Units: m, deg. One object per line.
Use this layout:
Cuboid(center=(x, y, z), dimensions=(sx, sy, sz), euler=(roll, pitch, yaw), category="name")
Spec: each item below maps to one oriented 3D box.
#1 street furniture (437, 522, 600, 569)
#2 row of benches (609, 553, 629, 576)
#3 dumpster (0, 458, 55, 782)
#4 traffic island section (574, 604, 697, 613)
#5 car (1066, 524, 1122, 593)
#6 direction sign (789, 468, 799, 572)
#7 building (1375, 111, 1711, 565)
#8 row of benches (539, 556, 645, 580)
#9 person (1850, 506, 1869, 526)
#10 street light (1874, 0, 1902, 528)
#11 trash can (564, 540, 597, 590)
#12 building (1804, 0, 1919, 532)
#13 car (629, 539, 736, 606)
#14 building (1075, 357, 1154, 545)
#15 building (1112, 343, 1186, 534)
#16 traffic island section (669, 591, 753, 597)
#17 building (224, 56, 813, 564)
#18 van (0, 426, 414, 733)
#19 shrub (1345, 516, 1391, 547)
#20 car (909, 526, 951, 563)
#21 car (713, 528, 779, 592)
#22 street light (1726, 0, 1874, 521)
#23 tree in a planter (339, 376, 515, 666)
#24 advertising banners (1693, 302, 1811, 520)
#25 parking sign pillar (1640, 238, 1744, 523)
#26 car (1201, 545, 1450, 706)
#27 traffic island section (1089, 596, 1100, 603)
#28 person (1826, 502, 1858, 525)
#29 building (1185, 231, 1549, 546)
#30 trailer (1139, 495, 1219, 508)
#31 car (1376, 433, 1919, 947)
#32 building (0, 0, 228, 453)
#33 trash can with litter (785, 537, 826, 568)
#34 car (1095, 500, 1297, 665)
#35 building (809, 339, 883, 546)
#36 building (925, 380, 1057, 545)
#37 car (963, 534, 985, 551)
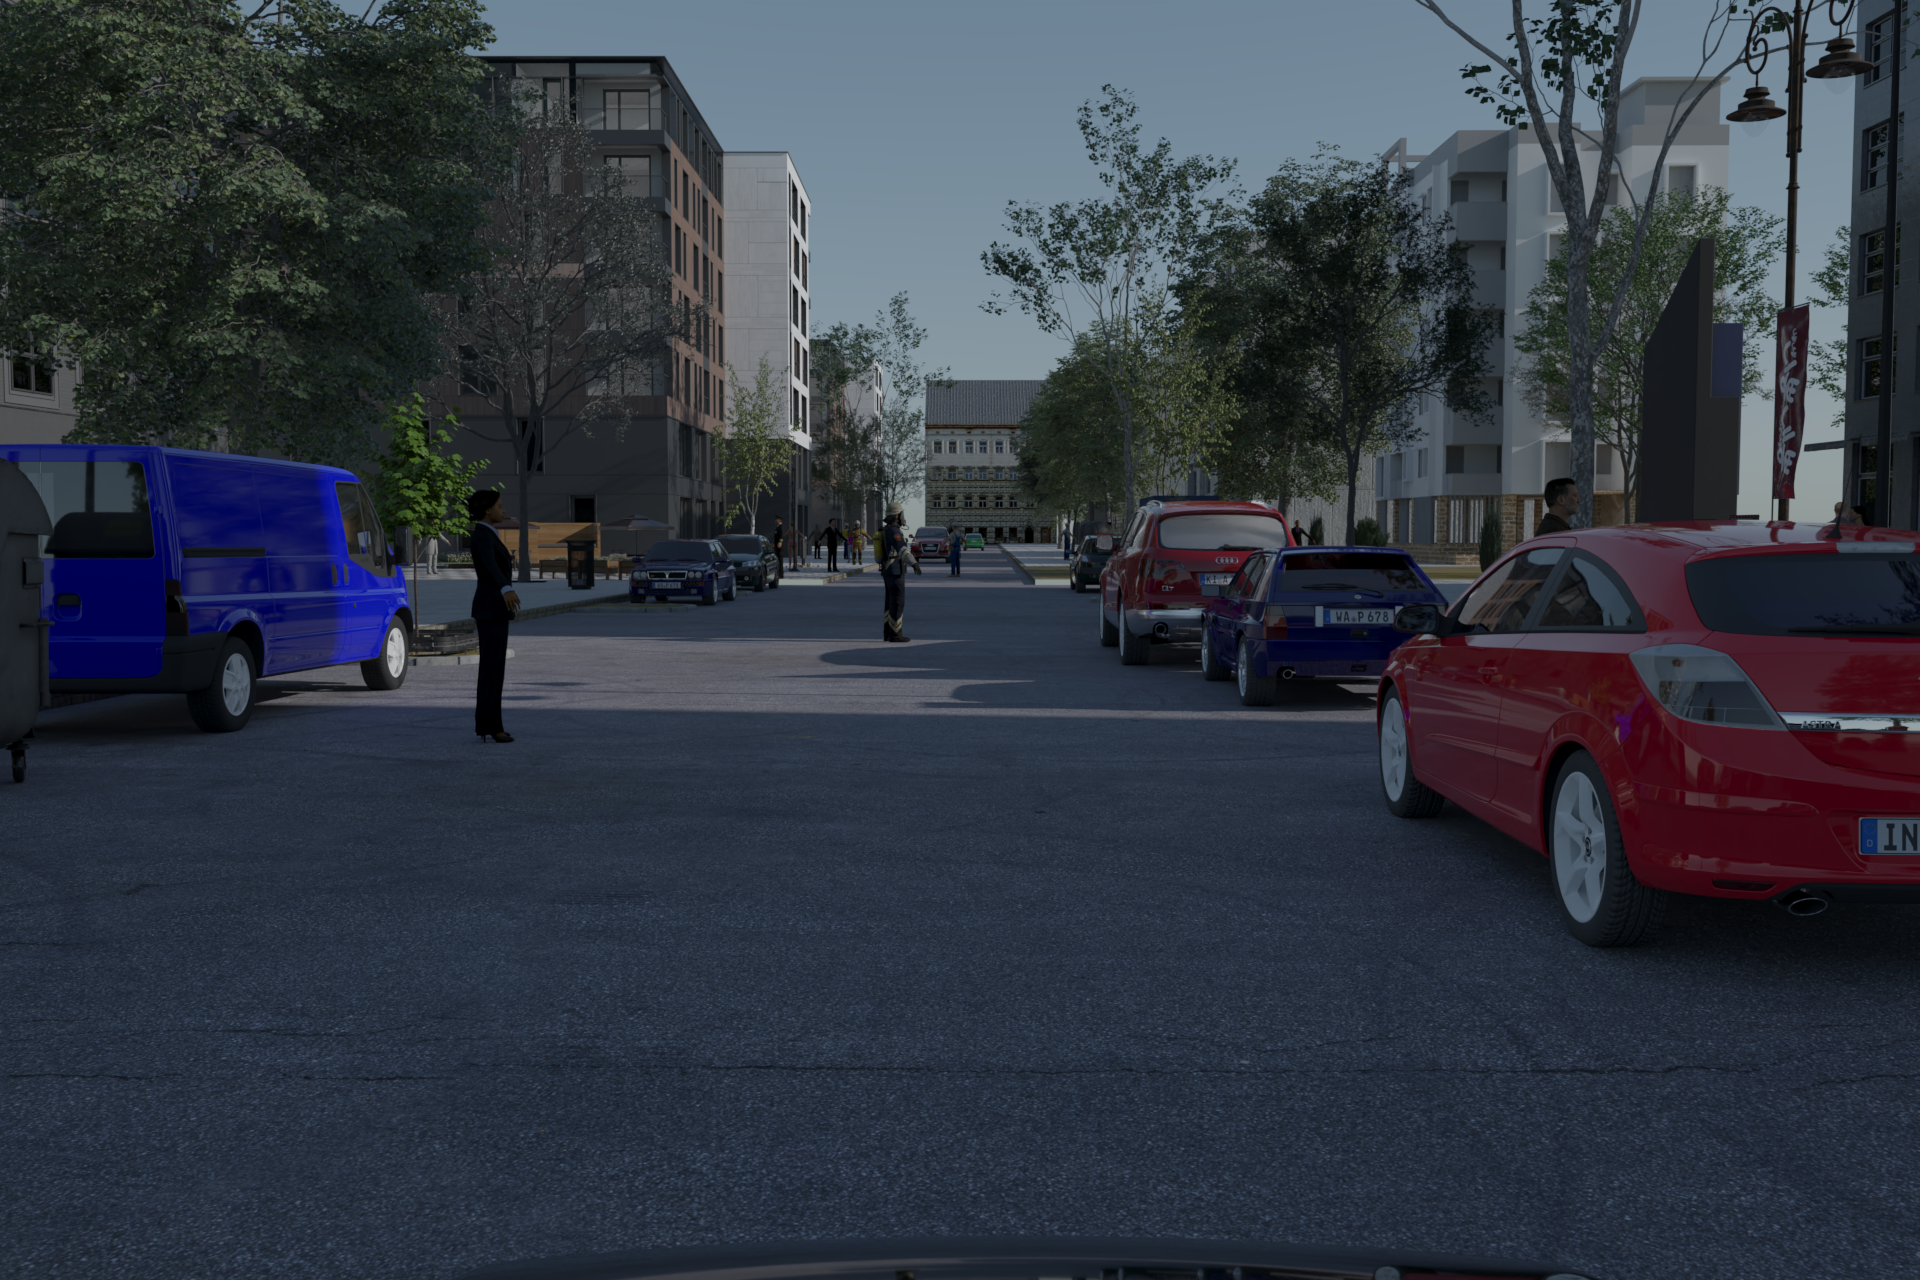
Cuboid(center=(-17.789, -3.773, 68.546), dimensions=(11.010, 1.723, 9.812), euler=(-1, 4, -20), category="street furniture")
Cuboid(center=(-10.771, -2.391, 54.563), dimensions=(1.422, 0.672, 4.104), euler=(-1, 4, -11), category="row of benches")
Cuboid(center=(-6.125, -0.075, 9.435), dimensions=(1.865, 1.857, 1.264), euler=(0, 4, 1), category="dumpster")
Cuboid(center=(-6.012, -0.590, 32.506), dimensions=(1.991, 0.108, 1.994), euler=(0, 4, 2), category="traffic island section")
Cuboid(center=(3.684, -2.061, 43.477), dimensions=(2.009, 1.686, 4.222), euler=(0, 4, 1), category="car")
Cuboid(center=(-5.694, -4.121, 59.374), dimensions=(0.379, 3.537, 0.876), euler=(0, 4, 1), category="direction sign")
Cuboid(center=(25.621, -13.921, 84.027), dimensions=(16.016, 20.090, 11.380), euler=(0, 4, 1), category="building")
Cuboid(center=(-10.107, -2.048, 48.952), dimensions=(4.104, 0.672, 1.422), euler=(2, 4, 28), category="row of benches")
Cuboid(center=(14.199, -1.274, 27.633), dimensions=(0.721, 1.737, 1.217), euler=(1, 4, 21), category="person")
Cuboid(center=(7.155, -2.433, 12.321), dimensions=(1.470, 5.913, 1.316), euler=(0, 4, 1), category="street light")
Cuboid(center=(-8.768, -1.738, 40.072), dimensions=(0.748, 1.137, 0.748), euler=(0, 3, 0), category="trash can")
Cuboid(center=(25.977, -12.954, 30.219), dimensions=(11.959, 24.771, 22.079), euler=(0, 4, 1), category="building")
Cuboid(center=(-5.725, -1.430, 35.953), dimensions=(1.945, 1.354, 3.894), euler=(0, 4, 1), category="car")
Cuboid(center=(28.133, -22.765, 216.179), dimensions=(27.936, 21.610, 32.646), euler=(0, 4, 1), category="building")
Cuboid(center=(25.808, -21.343, 179.882), dimensions=(19.493, 23.208, 18.063), euler=(0, 4, 1), category="building")
Cuboid(center=(-5.887, -1.070, 40.365), dimensions=(1.991, 0.108, 1.994), euler=(0, 4, 2), category="traffic island section")
Cuboid(center=(-23.117, -15.091, 90.705), dimensions=(27.936, 21.610, 32.646), euler=(0, 3, 0), category="building")
Cuboid(center=(-6.130, -0.599, 14.180), dimensions=(2.240, 2.365, 5.245), euler=(0, 4, 1), category="van")
Cuboid(center=(15.525, -3.764, 65.959), dimensions=(1.690, 2.028, 1.600), euler=(0, 3, 0), category="shrub")
Cuboid(center=(-1.388, -4.735, 86.090), dimensions=(2.281, 1.827, 5.304), euler=(0, 4, 1), category="car")
Cuboid(center=(-5.671, -2.106, 44.223), dimensions=(2.009, 1.686, 4.222), euler=(0, 4, 1), category="car")
Cuboid(center=(6.707, -2.522, 14.015), dimensions=(0.468, 5.910, 1.993), euler=(0, 4, 1), category="street light")
Cuboid(center=(-6.219, -1.376, 19.724), dimensions=(1.991, 3.239, 1.994), euler=(0, 4, 2), category="tree in a planter")
Cuboid(center=(6.404, -1.099, 14.164), dimensions=(0.090, 3.025, 2.074), euler=(0, 4, 1), category="advertising banners")
Cuboid(center=(6.940, -1.715, 16.511), dimensions=(1.447, 3.967, 1.447), euler=(0, 4, 1), category="parking sign pillar")
Cuboid(center=(3.223, -0.193, 15.742), dimensions=(1.945, 1.354, 3.894), euler=(0, 4, 1), category="car")
Cuboid(center=(3.753, -0.843, 36.649), dimensions=(1.991, 0.108, 1.994), euler=(0, 4, 1), category="traffic island section")
Cuboid(center=(12.963, -1.158, 25.530), dimensions=(0.434, 1.755, 0.990), euler=(-3, 4, -39), category="person")
Cuboid(center=(24.524, -14.875, 109.656), dimensions=(16.747, 18.905, 31.486), euler=(0, 4, 1), category="building")
Cuboid(center=(3.394, -1.257, 27.609), dimensions=(1.471, 1.999, 3.904), euler=(0, 4, 1), category="trailer")
Cuboid(center=(3.062, 0.096, 7.477), dimensions=(2.155, 1.783, 4.494), euler=(0, 4, 1), category="car")
Cuboid(center=(-28.189, -15.015, 39.007), dimensions=(14.314, 27.812, 24.014), euler=(0, 4, 0), category="building")
Cuboid(center=(-5.901, -3.417, 66.922), dimensions=(1.678, 1.210, 2.233), euler=(0, 4, 2), category="trash can with litter")
Cuboid(center=(2.782, -0.719, 20.433), dimensions=(2.281, 1.827, 5.304), euler=(0, 4, 1), category="car")
Cuboid(center=(-23.821, -21.660, 198.108), dimensions=(27.936, 21.610, 32.646), euler=(0, 4, 1), category="building")
Cuboid(center=(4.256, -25.191, 245.265), dimensions=(18.063, 23.208, 19.493), euler=(0, 3, 0), category="building")
Cuboid(center=(1.171, -8.526, 148.192), dimensions=(1.959, 1.807, 4.718), euler=(0, 4, 1), category="car")
